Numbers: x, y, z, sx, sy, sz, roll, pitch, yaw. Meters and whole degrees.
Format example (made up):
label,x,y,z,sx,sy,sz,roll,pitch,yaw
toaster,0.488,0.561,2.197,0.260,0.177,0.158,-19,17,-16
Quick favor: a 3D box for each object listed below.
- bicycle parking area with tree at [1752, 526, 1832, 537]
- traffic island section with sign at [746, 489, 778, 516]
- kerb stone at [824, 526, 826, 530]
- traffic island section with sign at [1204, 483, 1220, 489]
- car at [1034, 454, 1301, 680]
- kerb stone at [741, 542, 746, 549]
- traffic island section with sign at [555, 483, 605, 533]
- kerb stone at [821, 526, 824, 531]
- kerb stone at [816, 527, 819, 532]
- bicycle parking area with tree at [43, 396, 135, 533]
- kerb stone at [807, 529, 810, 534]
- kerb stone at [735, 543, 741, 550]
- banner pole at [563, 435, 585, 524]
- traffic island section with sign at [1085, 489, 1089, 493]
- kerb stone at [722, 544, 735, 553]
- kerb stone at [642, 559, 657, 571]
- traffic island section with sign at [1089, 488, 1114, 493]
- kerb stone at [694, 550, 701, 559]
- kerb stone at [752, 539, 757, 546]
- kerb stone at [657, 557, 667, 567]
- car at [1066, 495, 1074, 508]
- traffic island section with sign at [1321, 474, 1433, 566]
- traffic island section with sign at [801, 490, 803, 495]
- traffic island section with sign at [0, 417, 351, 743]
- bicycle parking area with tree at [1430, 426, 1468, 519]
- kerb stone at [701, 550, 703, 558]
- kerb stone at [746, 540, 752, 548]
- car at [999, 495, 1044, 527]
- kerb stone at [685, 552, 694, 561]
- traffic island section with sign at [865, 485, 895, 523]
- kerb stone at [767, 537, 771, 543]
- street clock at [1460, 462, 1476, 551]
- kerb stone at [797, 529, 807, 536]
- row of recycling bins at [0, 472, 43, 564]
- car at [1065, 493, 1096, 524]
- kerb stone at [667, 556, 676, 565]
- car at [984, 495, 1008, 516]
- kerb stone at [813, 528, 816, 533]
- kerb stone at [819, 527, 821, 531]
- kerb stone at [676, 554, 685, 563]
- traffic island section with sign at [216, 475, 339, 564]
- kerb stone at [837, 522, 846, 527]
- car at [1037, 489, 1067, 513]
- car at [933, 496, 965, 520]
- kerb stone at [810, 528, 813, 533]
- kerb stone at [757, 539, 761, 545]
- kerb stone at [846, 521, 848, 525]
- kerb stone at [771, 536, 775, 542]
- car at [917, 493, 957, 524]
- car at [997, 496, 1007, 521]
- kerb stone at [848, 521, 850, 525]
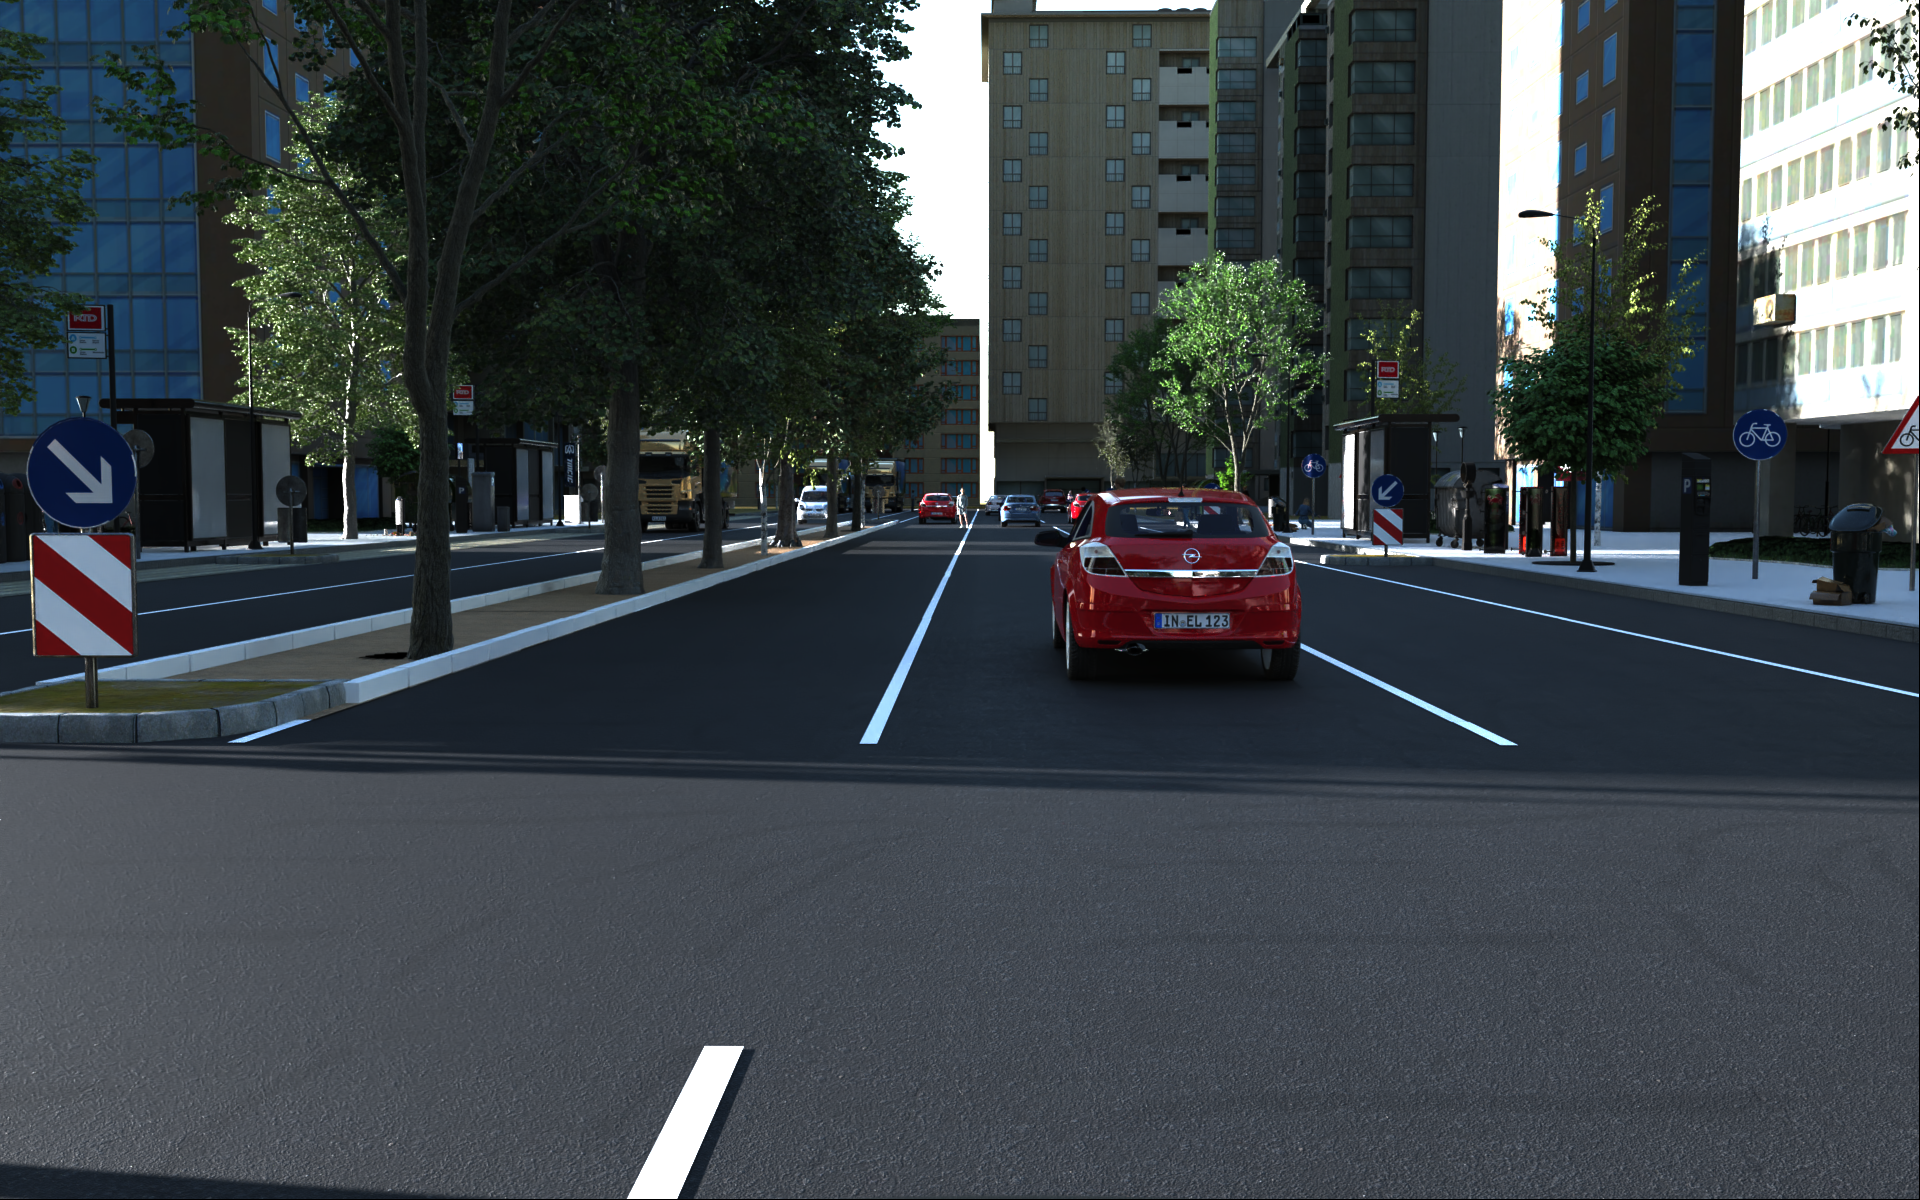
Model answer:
label,x,y,z,sx,sy,sz,roll,pitch,yaw
bicycle parking area with tree,29.410,-4.072,53.576,8.231,4.147,9.016,1,4,14
traffic island section with sign,-12.959,-6.421,113.611,1.989,1.847,2.006,0,4,1
kerb stone,-5.419,-2.779,67.639,0.120,0.150,1.000,0,4,1
traffic island section with sign,8.912,-3.309,62.722,1.989,1.847,2.006,0,4,1
car,1.729,-0.354,14.828,2.155,1.783,4.494,0,4,1
kerb stone,-5.757,-1.401,45.100,0.120,0.150,1.000,0,4,1
traffic island section with sign,-13.690,-3.366,63.665,1.989,1.847,2.006,0,4,1
kerb stone,-5.442,-2.717,66.617,0.120,0.150,1.000,0,4,1
kerb stone,-5.469,-2.592,64.573,0.120,0.150,1.000,0,4,1
bicycle parking area with tree,-27.812,-3.972,51.946,8.231,4.147,9.016,3,5,39
kerb stone,-5.515,-2.398,61.501,0.120,0.150,1.000,0,4,1
kerb stone,-5.765,-1.338,44.069,0.120,0.150,1.000,0,4,1
banner pole,-16.474,-5.130,73.886,0.863,3.779,0.401,-1,4,-18
traffic island section with sign,10.054,-8.030,139.918,1.989,1.847,2.006,0,4,1
kerb stone,-5.785,-1.274,43.035,0.120,0.150,1.000,0,4,1
kerb stone,-5.933,-0.645,32.800,0.120,0.150,1.000,0,4,1
traffic island section with sign,9.654,-6.372,112.802,1.989,1.847,2.006,0,4,1
kerb stone,-5.864,-0.961,37.912,0.120,0.150,1.000,0,4,1
kerb stone,-5.729,-1.526,47.152,0.120,0.150,1.000,0,4,1
kerb stone,-5.925,-0.710,33.822,0.120,0.150,1.000,0,4,1
car,10.087,-8.988,159.526,1.945,1.354,3.894,0,4,1
traffic island section with sign,8.513,-1.653,35.655,1.989,1.847,2.006,0,4,1
traffic island section with sign,-12.565,-8.069,140.563,1.989,1.847,2.006,0,4,1
traffic island section with sign,-5.192,-0.170,10.915,2.006,1.907,1.989,0,4,1
bicycle parking area with tree,21.664,-5.456,76.206,9.016,4.147,8.231,1,4,17
kerb stone,-5.845,-1.024,38.934,0.120,0.150,1.000,0,4,1
kerb stone,-5.735,-1.464,46.127,0.120,0.150,1.000,0,4,1
car,2.706,-3.963,76.791,2.014,1.417,4.499,0,4,3
kerb stone,-5.873,-0.898,36.889,0.120,0.150,1.000,0,4,1
traffic island section with sign,-4.097,-4.765,86.045,2.006,1.907,1.989,0,4,1
kerb stone,-5.678,-1.714,50.232,0.120,0.150,1.000,0,4,1
street clock,11.533,-2.127,39.350,0.358,2.002,0.471,0,3,0
kerb stone,-5.531,-2.341,60.473,0.120,0.150,1.000,0,4,1
row of recycling bins,-18.098,-1.543,32.343,1.069,1.692,3.534,-1,4,-11
car,6.188,-4.578,83.884,2.155,1.783,4.494,0,4,1
kerb stone,-5.906,-0.774,34.844,0.120,0.150,1.000,0,4,1
car,2.665,-6.405,117.085,2.083,1.381,4.827,0,4,0
kerb stone,-5.482,-2.529,63.550,0.120,0.150,1.000,0,4,1
kerb stone,-5.456,-2.654,65.595,0.120,0.150,1.000,0,4,1
kerb stone,-5.891,-0.834,35.868,0.120,0.150,1.000,0,4,1
traffic island section with sign,-14.096,-1.676,36.036,1.989,1.847,2.006,0,4,1
kerb stone,-5.286,-3.343,76.866,0.120,0.150,1.000,0,4,1
car,7.099,-7.603,132.985,2.281,1.827,5.304,0,4,0
car,-0.587,-5.141,96.637,1.945,1.354,3.894,0,4,2
kerb stone,-5.501,-2.467,62.528,0.120,0.150,1.000,0,4,1
kerb stone,-5.709,-1.589,48.183,0.120,0.150,1.000,0,4,1
kerb stone,-5.264,-3.406,77.888,0.120,0.150,1.000,0,4,1
kerb stone,-5.653,-1.840,52.279,0.120,0.150,1.000,0,4,1
car,-1.049,-4.609,84.397,2.155,1.783,4.494,0,4,1
car,2.944,-4.962,93.710,1.945,1.354,3.894,0,4,2
kerb stone,-5.248,-3.469,78.919,0.120,0.150,1.000,0,4,1
